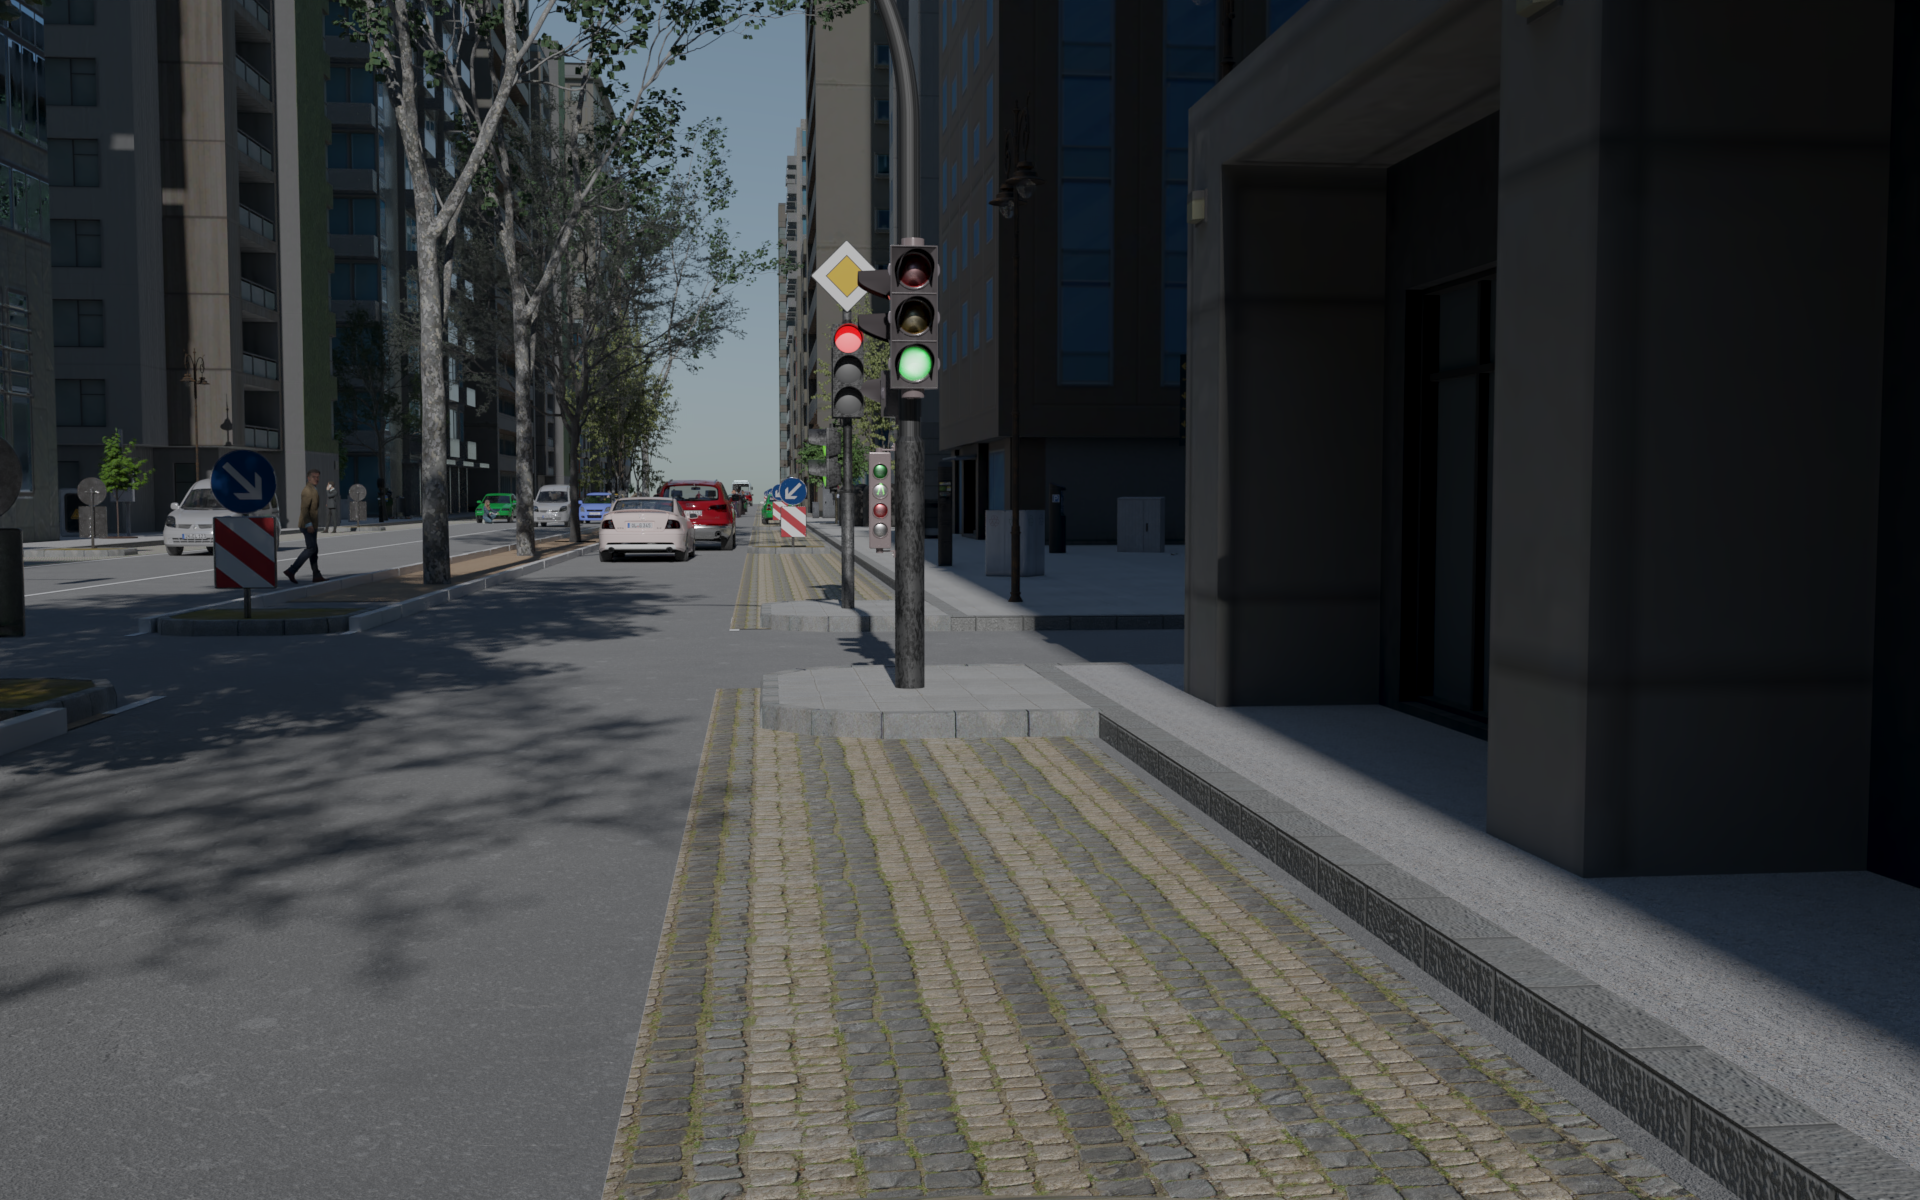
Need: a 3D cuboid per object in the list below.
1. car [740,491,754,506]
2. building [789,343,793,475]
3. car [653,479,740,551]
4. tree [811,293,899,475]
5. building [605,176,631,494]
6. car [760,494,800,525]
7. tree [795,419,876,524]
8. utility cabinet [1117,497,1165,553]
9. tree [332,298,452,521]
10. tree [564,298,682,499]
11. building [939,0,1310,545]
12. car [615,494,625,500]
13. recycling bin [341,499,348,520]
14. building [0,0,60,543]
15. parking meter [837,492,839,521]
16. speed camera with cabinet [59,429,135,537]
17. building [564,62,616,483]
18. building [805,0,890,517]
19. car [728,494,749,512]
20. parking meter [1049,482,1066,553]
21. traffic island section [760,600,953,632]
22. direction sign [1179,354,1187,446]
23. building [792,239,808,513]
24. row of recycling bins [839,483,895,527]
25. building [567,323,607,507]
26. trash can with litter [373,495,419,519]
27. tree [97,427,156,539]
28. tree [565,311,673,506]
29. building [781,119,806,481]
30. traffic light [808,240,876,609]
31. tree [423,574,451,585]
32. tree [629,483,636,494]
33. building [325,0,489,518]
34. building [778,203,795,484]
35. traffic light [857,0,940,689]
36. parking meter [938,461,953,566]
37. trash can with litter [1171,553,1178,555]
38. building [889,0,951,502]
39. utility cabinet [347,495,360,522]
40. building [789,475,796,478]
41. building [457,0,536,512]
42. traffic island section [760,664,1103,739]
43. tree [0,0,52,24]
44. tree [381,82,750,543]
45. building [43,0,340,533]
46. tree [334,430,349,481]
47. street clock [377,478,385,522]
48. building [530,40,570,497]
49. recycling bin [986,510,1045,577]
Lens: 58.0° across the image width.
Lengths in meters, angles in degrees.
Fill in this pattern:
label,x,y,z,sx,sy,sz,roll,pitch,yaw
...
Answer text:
label,x,y,z,sx,sy,sz,roll,pitch,yaw
car,-25.420,-11.929,203.711,2.281,1.827,5.304,0,4,-6
building,-5.023,-21.384,194.665,27.650,21.520,28.899,0,4,-7
car,-6.915,-2.238,45.263,2.281,1.827,5.304,0,4,-6
tree,-3.014,-6.760,60.889,4.737,8.622,4.395,0,3,0
building,-52.795,-35.899,237.059,14.600,45.320,14.200,0,4,-7
car,-8.478,-4.476,81.979,1.959,1.807,4.718,-1,4,-8
tree,-5.342,-5.516,73.904,4.285,4.588,4.351,0,3,0
utility cabinet,3.982,-1.650,38.139,1.020,1.237,0.306,2,4,26
tree,-28.020,-9.090,83.037,7.601,10.594,8.767,-1,4,-13
tree,-12.106,-6.647,61.501,4.360,8.622,3.978,0,3,0
building,6.988,-24.410,49.211,14.600,45.320,14.200,0,4,-7
car,-30.987,-8.926,156.159,2.015,1.641,3.980,0,4,-5
recycling bin,-31.159,-4.556,87.044,0.722,1.027,0.722,-3,4,-38
building,-32.067,-43.784,28.544,22.319,86.520,31.000,0,4,-7
parking meter,-5.803,-4.573,83.184,0.372,1.533,0.369,0,3,0
speed camera with cabinet,-26.171,-3.558,52.506,2.038,3.252,0.660,-2,4,-27
building,-57.699,-38.293,215.324,28.713,52.752,27.495,0,4,-7
building,1.420,-29.572,107.202,21.300,48.544,21.600,0,4,-7
car,-17.889,-7.733,138.230,2.131,1.459,4.920,0,4,-8
parking meter,2.118,-1.784,37.577,0.372,1.533,0.369,0,3,0
traffic island section,-1.234,0.173,19.454,2.009,0.180,2.903,0,4,-7
direction sign,3.988,-2.204,28.029,0.876,3.537,0.379,1,4,15
building,1.504,-17.642,133.485,27.650,21.520,28.899,0,4,-7
row of recycling bins,-3.574,-3.746,68.360,1.069,1.692,3.534,-3,5,-40
building,-53.677,-20.961,187.746,27.650,21.520,28.899,0,4,-7
trash can with litter,-28.879,-4.741,88.571,2.233,1.210,1.678,1,4,14
tree,-24.305,-3.378,49.830,1.663,3.219,1.824,0,3,0
tree,-13.881,-7.278,71.819,4.737,8.622,4.395,0,3,0
building,-11.207,-36.961,223.920,23.786,49.044,30.456,0,4,-7
traffic light,-1.275,-1.860,19.335,0.839,4.253,0.868,0,4,-7
tree,-6.964,-10.258,26.062,12.611,20.169,13.585,0,3,0
tree,-47.836,-15.674,250.876,1.663,3.219,1.824,0,3,0
building,-42.363,-29.681,104.893,23.786,49.044,30.456,0,4,-7
building,-18.659,-34.378,245.679,14.154,41.232,14.086,0,4,-7
traffic light,-2.430,-2.224,11.023,4.771,5.953,1.251,0,4,-7
parking meter,-0.262,-1.538,30.850,0.255,1.863,0.399,0,4,0
trash can with litter,5.462,-1.515,35.835,2.233,1.210,1.678,3,4,36
building,7.280,-32.794,78.186,21.231,58.520,28.212,0,4,-7
utility cabinet,-27.772,-4.171,79.361,0.306,1.237,1.020,0,4,-6
building,0.401,-28.592,159.358,32.217,40.220,23.993,0,4,-7
building,-44.691,-31.046,131.296,21.300,48.544,21.600,0,4,-7
traffic island section,-0.321,0.658,11.521,2.009,0.180,2.903,0,4,-7
tree,-6.078,-5.878,5.210,9.857,13.997,8.962,0,3,0
tree,-11.438,-8.452,51.010,12.009,13.543,11.850,0,3,0
building,-31.089,-23.066,60.726,14.154,41.232,14.086,0,4,-7
tree,-27.349,-5.472,73.178,4.285,4.588,4.351,0,3,0
street clock,-26.175,-4.509,78.290,0.358,2.002,0.471,0,4,-6
building,-42.087,-28.579,150.860,14.154,41.232,14.086,0,4,-7
recycling bin,0.868,-0.894,27.178,0.722,1.027,0.722,2,4,28
